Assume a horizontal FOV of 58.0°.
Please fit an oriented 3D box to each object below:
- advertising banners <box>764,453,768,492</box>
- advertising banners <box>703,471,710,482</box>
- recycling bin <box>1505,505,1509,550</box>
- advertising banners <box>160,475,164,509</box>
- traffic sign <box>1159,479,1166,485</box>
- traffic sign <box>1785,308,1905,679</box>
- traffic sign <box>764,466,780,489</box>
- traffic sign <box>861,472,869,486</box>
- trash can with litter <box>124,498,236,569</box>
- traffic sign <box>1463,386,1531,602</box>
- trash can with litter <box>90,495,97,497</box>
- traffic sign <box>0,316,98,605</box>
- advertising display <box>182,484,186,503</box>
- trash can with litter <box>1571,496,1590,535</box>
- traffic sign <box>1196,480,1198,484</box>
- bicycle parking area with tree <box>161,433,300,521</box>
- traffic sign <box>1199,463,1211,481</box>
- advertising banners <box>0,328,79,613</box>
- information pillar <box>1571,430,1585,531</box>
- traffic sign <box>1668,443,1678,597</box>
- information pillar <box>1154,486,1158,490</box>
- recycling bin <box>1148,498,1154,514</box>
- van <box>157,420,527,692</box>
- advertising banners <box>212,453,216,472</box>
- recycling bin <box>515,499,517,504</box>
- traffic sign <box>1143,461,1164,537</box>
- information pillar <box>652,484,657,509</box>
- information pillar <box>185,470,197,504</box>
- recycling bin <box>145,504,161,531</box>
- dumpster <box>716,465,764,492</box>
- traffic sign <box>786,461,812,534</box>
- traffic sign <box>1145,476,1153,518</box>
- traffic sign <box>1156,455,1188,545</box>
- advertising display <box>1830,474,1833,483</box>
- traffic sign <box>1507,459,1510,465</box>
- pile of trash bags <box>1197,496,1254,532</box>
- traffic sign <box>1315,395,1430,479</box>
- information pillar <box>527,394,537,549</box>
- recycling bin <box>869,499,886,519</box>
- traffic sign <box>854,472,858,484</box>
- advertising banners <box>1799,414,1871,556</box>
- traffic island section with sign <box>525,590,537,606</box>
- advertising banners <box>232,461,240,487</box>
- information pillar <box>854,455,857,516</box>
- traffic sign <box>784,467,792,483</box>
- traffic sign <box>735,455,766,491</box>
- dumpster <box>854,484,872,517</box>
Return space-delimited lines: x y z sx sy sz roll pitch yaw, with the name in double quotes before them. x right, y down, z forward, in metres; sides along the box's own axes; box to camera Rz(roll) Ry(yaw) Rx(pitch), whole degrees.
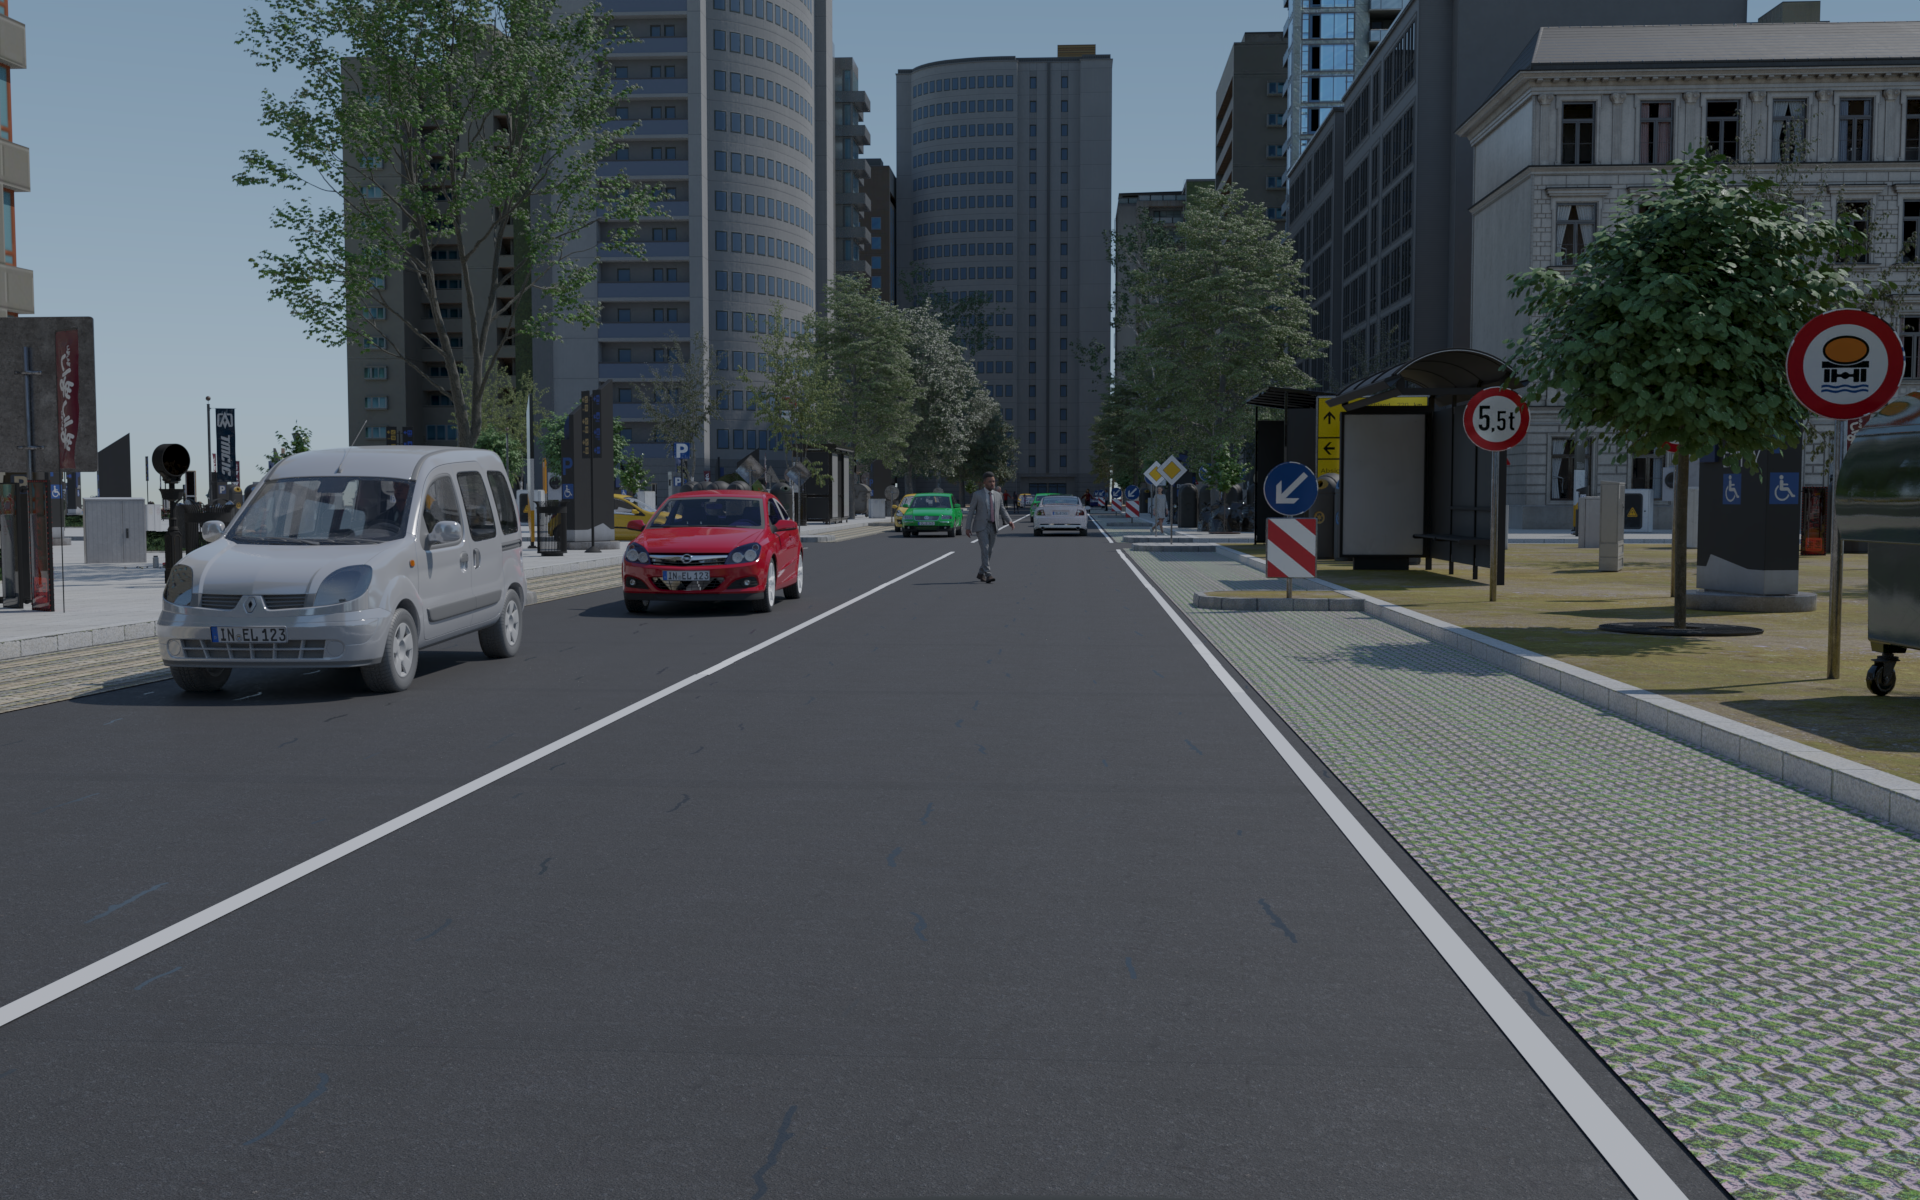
"advertising banners" -8.085 -4.659 72.361 0.090 3.025 2.074 -1 4 -8
"advertising banners" -18.074 -8.128 129.075 2.074 3.025 0.090 0 4 -6
"recycling bin" 12.220 -1.688 40.157 0.722 1.027 0.722 -1 4 -11
"advertising banners" -54.823 -7.522 119.168 0.090 3.025 2.074 -1 4 -11
"traffic sign" 9.998 -5.166 86.598 0.606 2.300 0.079 1 4 13
"traffic sign" 6.070 -0.725 11.961 0.768 2.556 0.104 1 4 9
"traffic sign" -8.688 -4.857 79.417 0.884 2.594 0.081 1 4 13
"traffic sign" -5.396 -6.166 100.927 0.768 2.556 0.104 0 4 8
"trash can with litter" -13.192 -1.158 29.993 2.233 1.210 1.678 1 4 23
"traffic sign" 6.367 -1.254 20.614 0.768 2.556 0.104 1 4 13
"trash can with litter" -58.977 -6.596 118.908 1.678 1.210 2.233 3 5 43
"traffic sign" -11.035 -1.596 19.967 2.265 3.308 0.079 0 4 5
"advertising display" -51.693 -6.762 115.777 0.123 1.923 0.974 0 4 -2
"trash can with litter" 19.998 -2.646 54.318 2.233 1.210 1.678 -3 5 -40
"traffic sign" 12.715 -5.843 95.540 0.884 2.594 0.081 1 4 9
"bicycle parking area with tree" -33.069 -5.850 82.653 9.016 4.147 8.231 -3 5 -42
"traffic sign" 10.330 -4.406 72.146 0.768 2.556 0.104 0 4 7
"advertising banners" -10.081 -1.391 18.932 2.074 3.025 0.090 3 4 39
"information pillar" 21.298 -4.173 59.580 0.504 3.616 0.183 -2 4 -34
"traffic sign" 8.880 -1.306 21.466 0.768 2.556 0.104 1 4 12
"information pillar" 13.889 -7.202 122.251 0.304 2.012 0.304 -3 4 -36
"recycling bin" 12.837 -6.207 114.039 0.722 1.027 0.722 2 4 29
"van" -4.790 -0.419 13.865 2.013 2.044 4.112 0 4 2
"advertising banners" -32.062 -4.824 75.056 0.090 3.025 2.074 0 4 -7
"recycling bin" -21.918 -4.464 85.547 0.722 1.027 0.722 -1 4 -14
"traffic sign" 5.884 -2.955 51.952 0.795 2.450 0.064 0 4 4
"information pillar" -21.623 -7.220 122.536 0.304 2.012 0.304 1 4 9
"information pillar" -23.980 -3.030 54.027 0.304 2.012 0.304 -1 4 -19
"recycling bin" -20.086 -1.828 42.444 0.722 1.027 0.722 0 4 2
"dumpster" -7.537 -3.436 58.669 1.502 2.255 1.985 0 4 4
"traffic sign" -4.887 -2.998 52.661 0.795 2.450 0.064 0 4 4
"traffic sign" 10.265 -5.664 92.708 0.768 2.556 0.104 1 4 13
"traffic sign" 5.373 -2.467 43.983 0.795 2.450 0.064 0 4 4
"advertising display" 28.972 -3.170 57.045 0.974 1.923 0.123 -2 4 -30
"traffic sign" 9.696 -1.957 32.006 0.884 2.594 0.081 0 4 7
"pile of trash bags" 9.865 -3.011 58.981 3.447 1.369 1.912 0 4 -2
"traffic sign" 8.483 -2.558 35.703 2.265 3.308 0.079 1 4 12
"information pillar" -10.103 -3.022 40.761 0.183 3.616 0.504 -1 4 -22
"recycling bin" -4.365 -4.807 91.149 0.722 1.027 0.722 -2 4 -24
"traffic sign" -6.170 -5.998 98.171 0.768 2.556 0.104 1 4 12
"advertising banners" 17.800 -2.442 36.110 2.074 3.025 0.090 2 4 30
"traffic island section with sign" -6.543 -0.829 22.177 1.989 1.847 2.006 0 4 4
"advertising banners" -37.220 -5.792 90.892 2.074 3.025 0.090 -1 4 -11
"information pillar" -6.243 -6.682 100.609 0.504 3.616 0.183 0 4 -3
"traffic sign" -7.803 -4.922 80.588 0.768 2.556 0.104 0 4 4
"traffic sign" -5.398 -2.511 44.692 0.795 2.450 0.064 0 4 4
"dumpster" -5.589 -5.490 95.527 1.264 1.857 1.865 0 4 4
